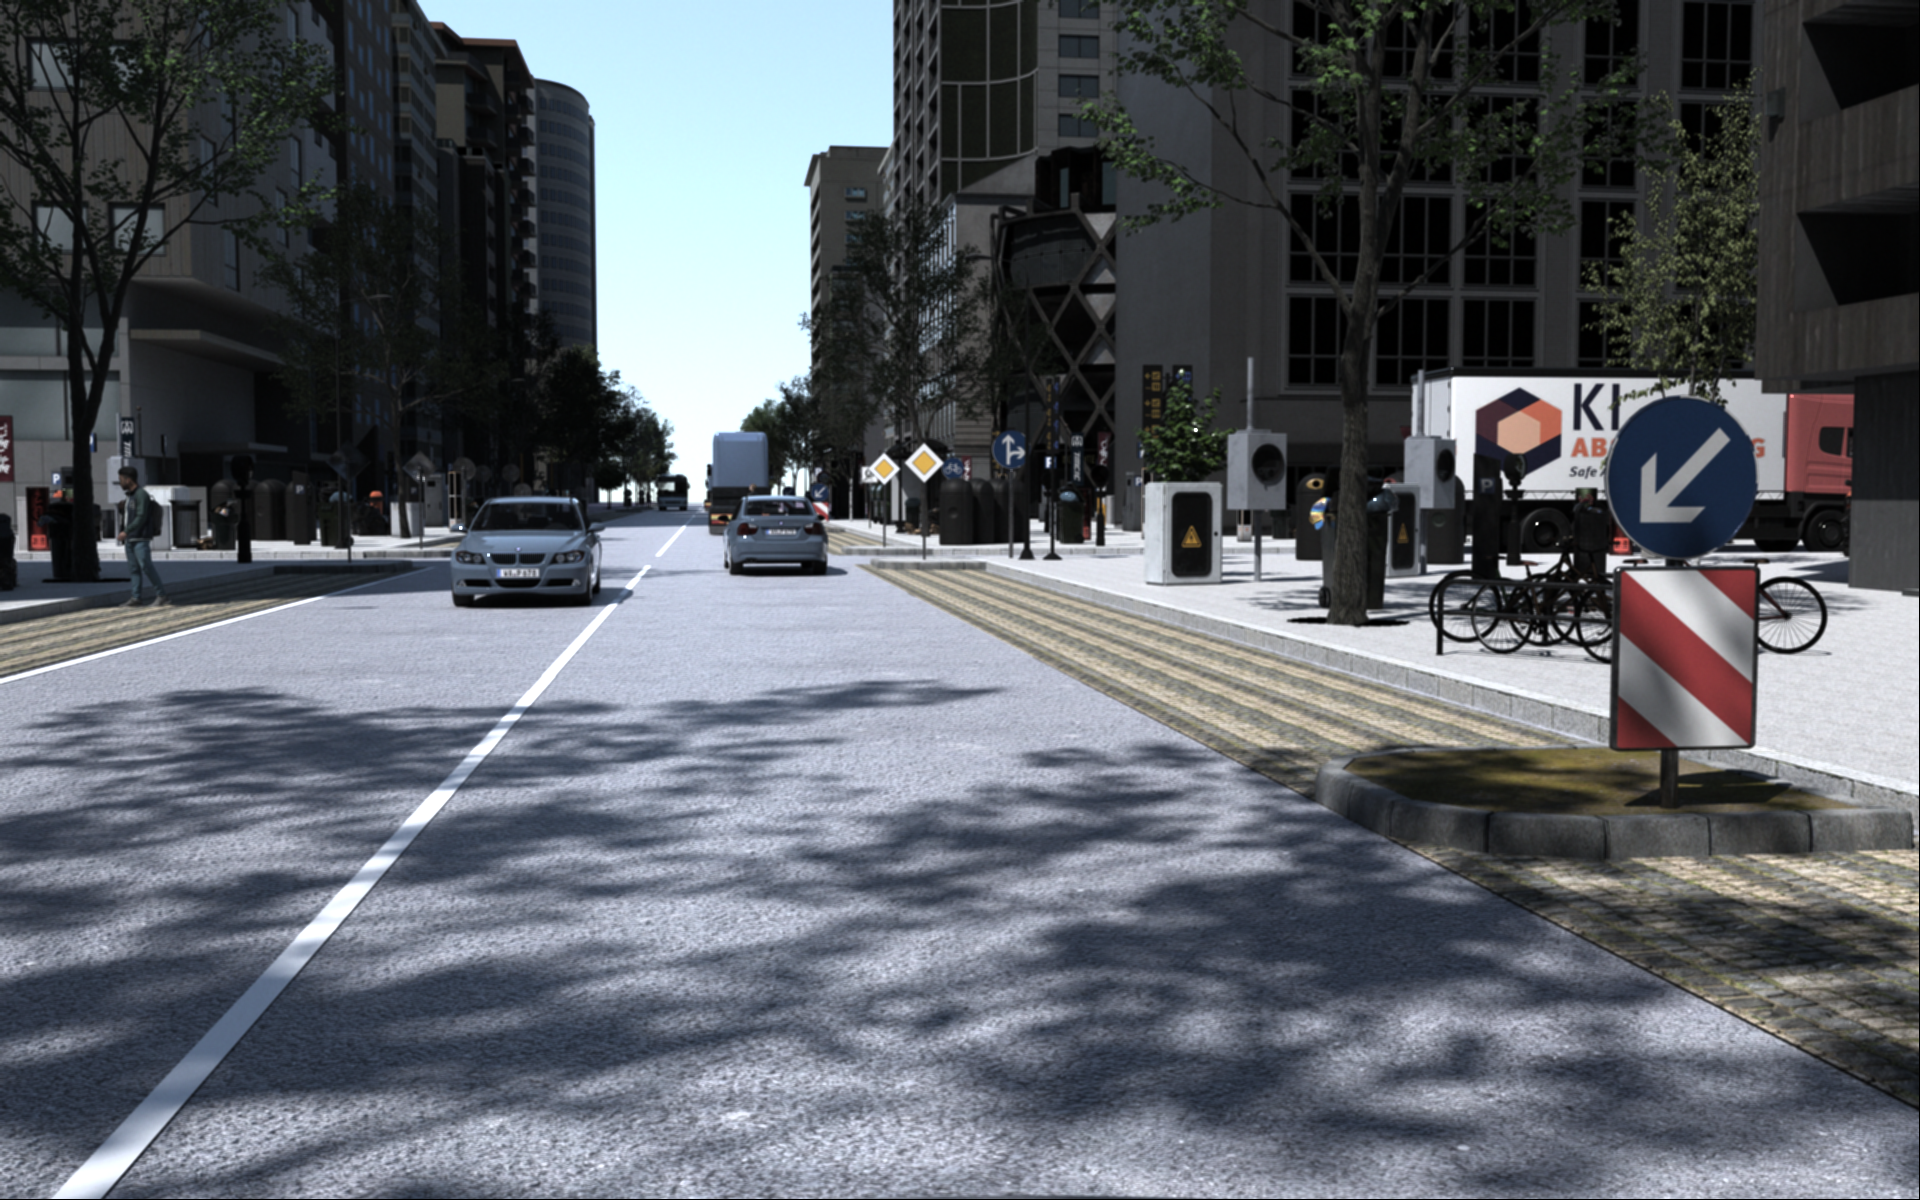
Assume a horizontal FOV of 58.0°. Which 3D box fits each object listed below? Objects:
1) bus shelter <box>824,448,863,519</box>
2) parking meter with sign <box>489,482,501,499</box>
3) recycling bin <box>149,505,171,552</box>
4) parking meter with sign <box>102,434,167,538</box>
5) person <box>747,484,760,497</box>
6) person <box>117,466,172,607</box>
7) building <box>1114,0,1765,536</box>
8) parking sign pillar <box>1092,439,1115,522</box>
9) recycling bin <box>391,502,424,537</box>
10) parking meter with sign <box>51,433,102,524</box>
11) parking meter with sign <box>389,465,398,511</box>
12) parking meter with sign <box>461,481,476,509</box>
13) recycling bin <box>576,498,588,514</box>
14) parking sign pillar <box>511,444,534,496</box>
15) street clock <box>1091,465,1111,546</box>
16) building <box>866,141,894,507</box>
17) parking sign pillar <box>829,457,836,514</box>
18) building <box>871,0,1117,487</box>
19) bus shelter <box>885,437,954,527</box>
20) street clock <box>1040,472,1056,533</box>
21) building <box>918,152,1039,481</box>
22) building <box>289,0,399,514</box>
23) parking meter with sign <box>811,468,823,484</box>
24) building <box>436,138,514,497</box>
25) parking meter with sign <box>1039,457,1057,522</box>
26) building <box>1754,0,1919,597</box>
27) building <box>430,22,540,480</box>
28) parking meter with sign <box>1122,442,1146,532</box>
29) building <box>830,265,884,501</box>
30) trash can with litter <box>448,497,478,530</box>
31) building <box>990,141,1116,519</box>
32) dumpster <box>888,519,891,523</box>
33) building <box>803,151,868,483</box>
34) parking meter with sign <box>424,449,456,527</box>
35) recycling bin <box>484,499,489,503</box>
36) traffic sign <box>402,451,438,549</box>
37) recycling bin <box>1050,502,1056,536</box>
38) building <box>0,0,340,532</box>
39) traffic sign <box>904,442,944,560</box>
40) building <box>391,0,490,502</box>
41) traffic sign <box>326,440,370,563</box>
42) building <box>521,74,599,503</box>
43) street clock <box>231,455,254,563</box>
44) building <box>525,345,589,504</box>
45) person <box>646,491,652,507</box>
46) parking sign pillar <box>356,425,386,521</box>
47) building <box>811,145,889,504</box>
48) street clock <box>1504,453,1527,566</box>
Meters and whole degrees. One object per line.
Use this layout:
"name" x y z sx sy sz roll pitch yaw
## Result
"bus shelter" -6.158 -6.152 91.873 1.731 3.624 6.357 0 4 -8
"parking meter with sign" -30.299 -7.134 112.901 0.543 3.016 1.738 2 4 27
"recycling bin" -18.116 -1.610 38.884 0.722 1.027 0.722 -2 4 -24
"parking meter with sign" -24.032 -3.310 50.381 1.738 3.016 0.543 -1 4 -19
"person" -6.887 -3.016 58.231 0.534 1.772 0.576 1 4 18
"person" -10.380 -0.796 21.855 0.623 1.781 0.721 3 4 38
"building" 18.533 -16.230 58.872 24.014 27.812 14.314 0 4 -8
"parking sign pillar" 6.870 -5.648 80.812 1.447 3.967 1.447 3 5 43
"recycling bin" -16.655 -2.425 52.208 0.722 1.027 0.722 1 4 13
"parking meter with sign" -25.218 -3.215 48.827 0.543 3.016 1.738 1 4 20
"parking meter with sign" -30.914 -6.023 94.729 0.543 3.016 1.738 -2 4 -28
"parking meter with sign" -28.131 -6.224 98.029 1.738 3.016 0.543 1 4 15
"recycling bin" -24.546 -6.093 112.176 0.722 1.027 0.722 1 4 10
"parking sign pillar" -22.653 -6.177 89.471 1.447 3.967 1.447 2 4 31
"street clock" 3.470 -2.334 42.728 0.471 2.002 0.358 1 4 15
"building" 5.144 -29.542 174.885 32.217 40.220 23.993 0 4 -8
"parking sign pillar" -7.866 -7.485 110.845 1.447 3.967 1.447 0 4 -5
"building" 3.216 -43.547 150.249 20.563 71.187 20.611 0 4 -8
"bus shelter" -1.587 -4.294 64.133 2.014 3.302 5.546 0 4 -8
"street clock" 2.926 -3.240 57.538 0.471 2.002 0.358 -2 4 -23
"building" 3.036 -15.905 109.203 9.793 20.994 18.267 0 4 -8
"building" -40.534 -27.407 98.215 14.600 45.320 14.200 0 4 -8
"parking meter with sign" -9.451 -7.158 113.286 0.543 3.016 1.738 1 4 10
"building" -44.921 -22.717 143.122 14.160 30.474 14.107 0 4 -8
"parking meter with sign" 4.003 -5.107 79.768 0.543 3.016 1.738 1 4 15
"building" 17.863 -15.227 20.665 14.160 30.474 14.107 0 4 -8
"building" -51.987 -31.136 163.697 22.147 44.769 28.867 0 4 -8
"parking meter with sign" 5.995 -3.842 59.081 0.543 3.016 1.738 -1 4 -16
"building" -9.633 -27.425 220.098 14.160 30.474 14.107 0 4 -8
"trash can with litter" -17.820 -3.100 62.074 0.624 1.170 1.055 2 4 25
"building" 9.831 -13.733 91.987 16.820 18.784 16.811 0 4 -8
"dumpster" -2.825 -4.570 77.219 1.502 2.255 1.985 0 4 -8
"building" -8.512 -41.189 262.681 28.713 52.752 27.495 0 4 -8
"parking meter with sign" -20.294 -4.310 66.725 1.738 3.016 0.543 -1 4 -15
"recycling bin" -23.482 -4.545 86.859 0.722 1.027 0.722 -3 5 -40
"traffic sign" -12.514 -2.234 40.175 0.795 2.450 0.064 0 4 -8
"recycling bin" 3.207 -2.459 52.753 0.722 1.027 0.722 -2 4 -30
"building" -41.234 -29.331 68.807 28.713 52.752 27.495 0 4 -8
"traffic sign" -0.700 -1.842 33.763 0.795 2.450 0.064 0 4 -8
"building" -50.446 -26.328 122.343 32.217 40.220 23.993 0 4 -8
"traffic sign" -11.390 -1.751 32.270 0.795 2.450 0.064 0 4 -8
"building" -62.743 -42.928 243.873 21.231 58.520 28.212 0 4 -8
"street clock" -13.326 -1.690 32.209 0.358 2.002 0.471 0 4 3
"building" -61.564 -22.712 216.381 27.650 21.520 28.899 0 4 -8
"person" -31.885 -10.325 177.754 0.568 1.767 0.683 1 4 19
"parking sign pillar" -23.057 -4.847 67.719 1.447 3.967 1.447 3 4 36
"building" -9.146 -37.570 237.972 21.300 48.544 21.600 0 4 -8
"street clock" 9.919 -1.615 30.978 0.358 2.002 0.471 3 5 43
